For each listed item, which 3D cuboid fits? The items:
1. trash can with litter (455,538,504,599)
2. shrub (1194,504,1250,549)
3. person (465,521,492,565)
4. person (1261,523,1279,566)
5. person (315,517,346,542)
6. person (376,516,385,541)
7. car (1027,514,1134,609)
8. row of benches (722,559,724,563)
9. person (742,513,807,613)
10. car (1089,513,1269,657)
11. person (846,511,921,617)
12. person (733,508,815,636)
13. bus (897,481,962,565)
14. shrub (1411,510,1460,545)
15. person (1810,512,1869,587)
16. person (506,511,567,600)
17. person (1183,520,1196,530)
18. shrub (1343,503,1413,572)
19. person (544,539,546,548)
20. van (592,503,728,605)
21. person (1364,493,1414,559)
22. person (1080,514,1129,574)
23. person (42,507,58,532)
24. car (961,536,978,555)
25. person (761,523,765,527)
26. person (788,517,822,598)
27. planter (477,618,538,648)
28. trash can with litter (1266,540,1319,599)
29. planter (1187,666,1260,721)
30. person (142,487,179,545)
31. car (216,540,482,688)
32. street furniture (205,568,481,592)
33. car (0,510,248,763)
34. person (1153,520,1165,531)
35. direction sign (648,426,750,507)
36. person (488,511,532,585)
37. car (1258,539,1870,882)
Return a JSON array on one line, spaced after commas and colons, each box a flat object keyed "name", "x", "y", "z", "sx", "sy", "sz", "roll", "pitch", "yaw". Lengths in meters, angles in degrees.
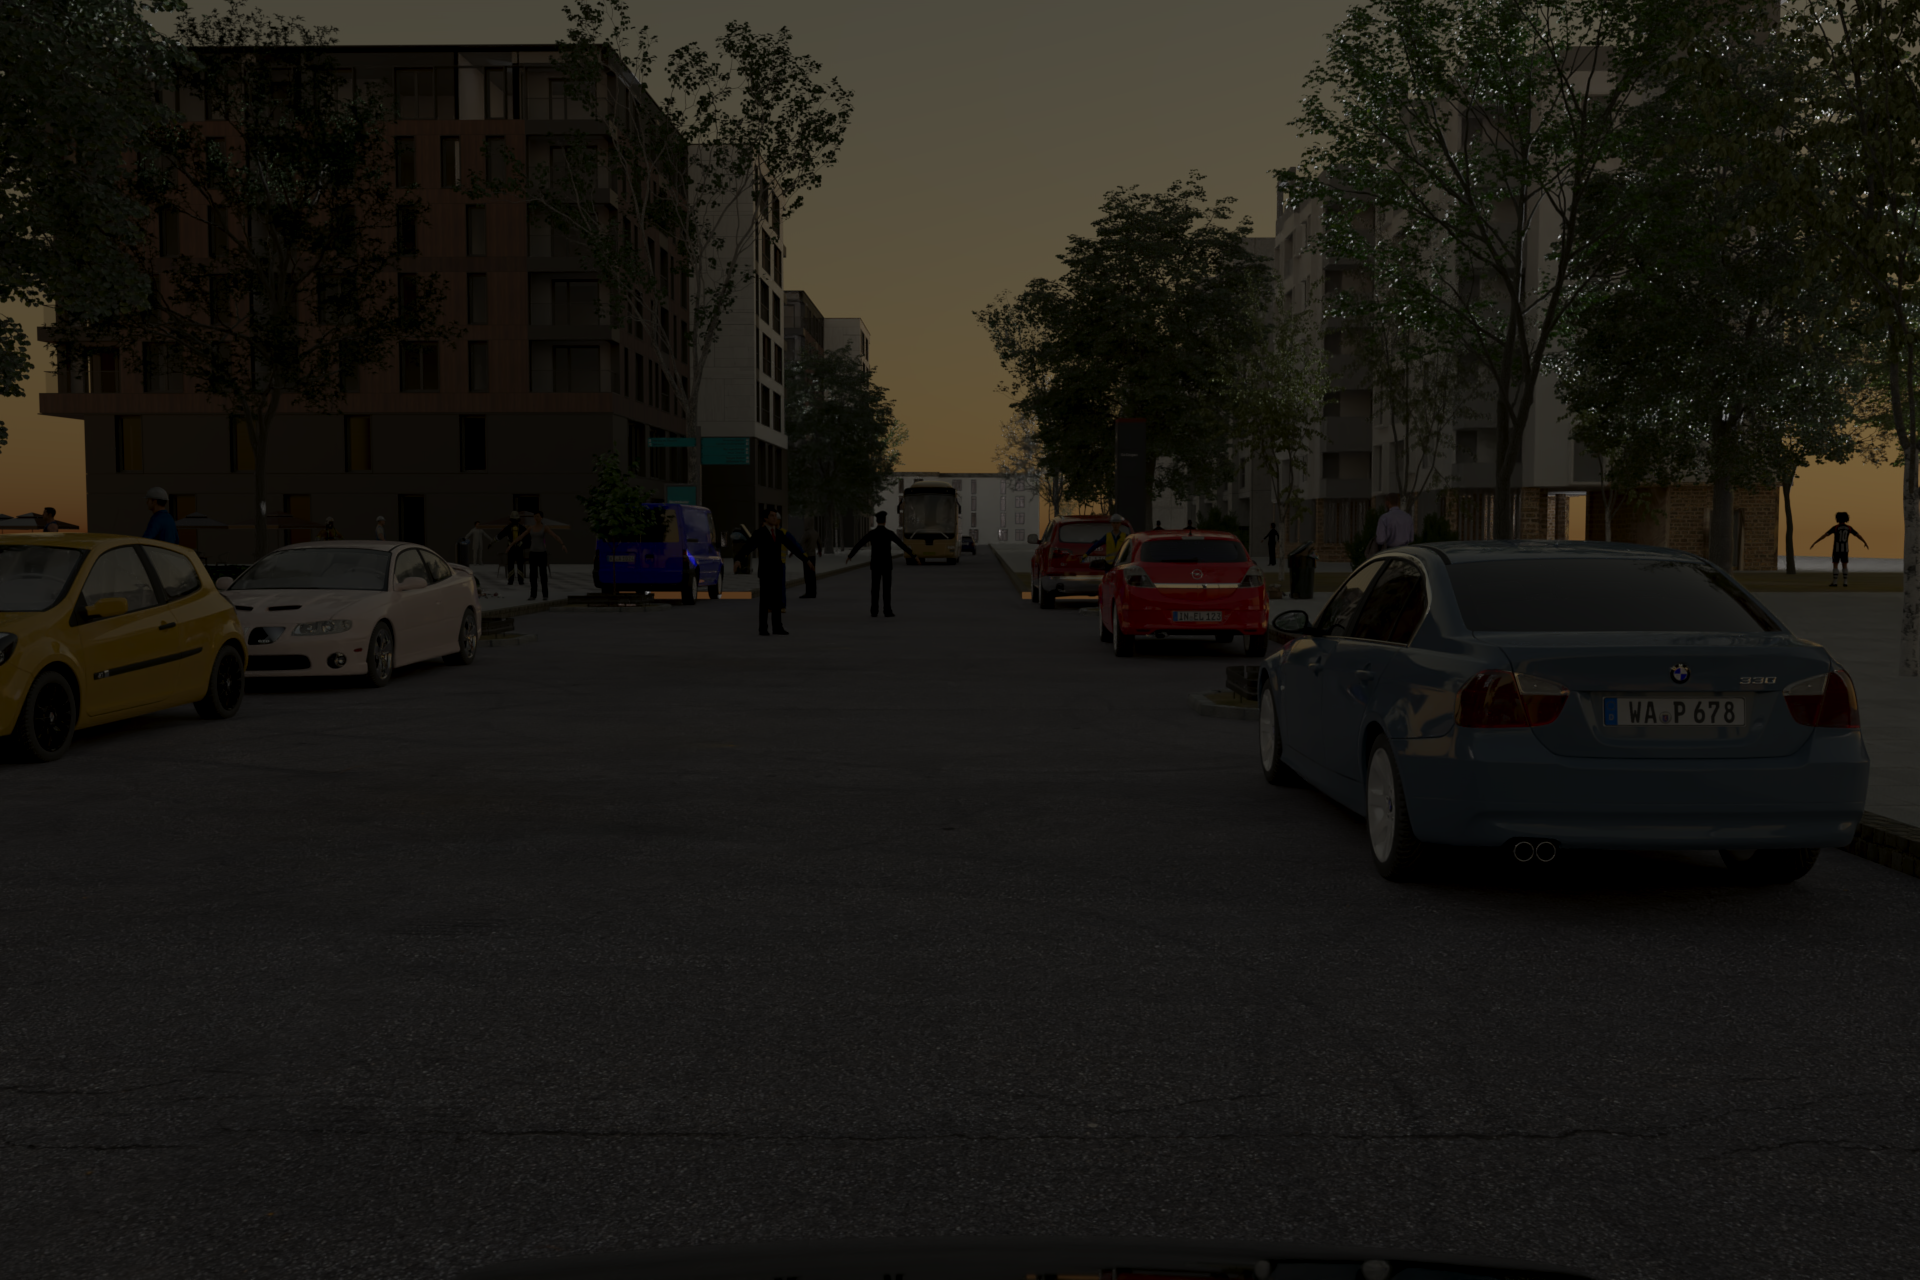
[{"name": "trash can with litter", "x": -9.949, "y": -1.489, "z": 35.402, "sx": 1.678, "sy": 1.210, "sz": 2.233, "roll": 0, "pitch": 4, "yaw": 0}, {"name": "shrub", "x": 6.113, "y": -2.249, "z": 41.192, "sx": 1.690, "sy": 2.028, "sz": 1.600, "roll": 0, "pitch": 3, "yaw": 0}, {"name": "person", "x": -19.707, "y": -3.952, "z": 70.808, "sx": 1.347, "sy": 1.806, "sz": 0.705, "roll": -3, "pitch": 5, "yaw": -39}, {"name": "person", "x": 12.572, "y": -3.876, "z": 70.086, "sx": 1.216, "sy": 1.740, "sz": 0.721, "roll": -3, "pitch": 5, "yaw": -45}, {"name": "person", "x": -21.056, "y": -3.191, "z": 57.945, "sx": 0.705, "sy": 1.858, "sz": 1.354, "roll": 2, "pitch": 4, "yaw": 33}, {"name": "person", "x": -18.239, "y": -2.984, "z": 54.638, "sx": 0.705, "sy": 1.847, "sz": 1.347, "roll": -2, "pitch": 4, "yaw": -23}, {"name": "car", "x": 2.516, "y": -1.591, "z": 34.689, "sx": 2.281, "sy": 1.827, "sz": 5.304, "roll": 0, "pitch": 4, "yaw": 0}, {"name": "row of benches", "x": -8.498, "y": -2.139, "z": 50.431, "sx": 1.422, "sy": 0.672, "sz": 4.104, "roll": 2, "pitch": 4, "yaw": 34}, {"name": "person", "x": -3.361, "y": -1.411, "z": 31.489, "sx": 1.349, "sy": 1.833, "sz": 0.705, "roll": 1, "pitch": 4, "yaw": 14}, {"name": "car", "x": 2.717, "y": -0.773, "z": 21.673, "sx": 2.155, "sy": 1.783, "sz": 4.494, "roll": 0, "pitch": 4, "yaw": 1}, {"name": "person", "x": -1.354, "y": -1.321, "z": 29.990, "sx": 1.347, "sy": 1.837, "sz": 0.705, "roll": 1, "pitch": 4, "yaw": 12}, {"name": "person", "x": -2.673, "y": -0.975, "z": 24.578, "sx": 1.347, "sy": 1.806, "sz": 0.705, "roll": -3, "pitch": 5, "yaw": -39}, {"name": "bus", "x": -1.274, "y": -5.651, "z": 83.936, "sx": 2.896, "sy": 3.916, "sz": 12.252, "roll": 0, "pitch": 4, "yaw": 1}, {"name": "shrub", "x": 14.623, "y": -2.998, "z": 53.438, "sx": 1.690, "sy": 2.028, "sz": 1.600, "roll": 0, "pitch": 3, "yaw": 0}, {"name": "person", "x": 21.417, "y": -2.201, "z": 42.136, "sx": 1.345, "sy": 1.843, "sz": 0.704, "roll": 1, "pitch": 4, "yaw": 8}, {"name": "person", "x": -8.174, "y": -1.630, "z": 33.467, "sx": 1.217, "sy": 1.737, "sz": 0.721, "roll": 0, "pitch": 4, "yaw": 5}, {"name": "person", "x": 8.235, "y": -3.415, "z": 62.062, "sx": 1.346, "sy": 1.802, "sz": 0.704, "roll": 1, "pitch": 4, "yaw": 14}, {"name": "shrub", "x": 10.091, "y": -2.278, "z": 41.661, "sx": 1.690, "sy": 2.028, "sz": 1.600, "roll": 0, "pitch": 3, "yaw": 0}, {"name": "person", "x": -15.944, "y": -3.496, "z": 66.418, "sx": 0.599, "sy": 1.433, "sz": 0.991, "roll": -1, "pitch": 4, "yaw": -15}, {"name": "van", "x": -6.258, "y": -1.974, "z": 36.662, "sx": 2.240, "sy": 2.365, "sz": 5.245, "roll": 0, "pitch": 4, "yaw": 1}, {"name": "person", "x": 5.809, "y": -1.074, "z": 23.467, "sx": 0.709, "sy": 1.838, "sz": 0.599, "roll": -1, "pitch": 4, "yaw": -18}, {"name": "person", "x": 2.637, "y": -1.249, "z": 29.335, "sx": 1.216, "sy": 1.772, "sz": 0.721, "roll": 0, "pitch": 4, "yaw": 7}, {"name": "person", "x": -17.822, "y": -1.696, "z": 33.892, "sx": 0.704, "sy": 1.807, "sz": 1.345, "roll": -2, "pitch": 4, "yaw": -31}, {"name": "car", "x": 0.254, "y": -6.527, "z": 119.298, "sx": 1.945, "sy": 1.354, "sz": 3.894, "roll": 0, "pitch": 4, "yaw": 1}, {"name": "person", "x": -8.771, "y": -4.352, "z": 77.427, "sx": 0.705, "sy": 1.796, "sz": 1.348, "roll": 0, "pitch": 4, "yaw": 2}, {"name": "person", "x": -3.387, "y": -1.839, "z": 38.649, "sx": 0.705, "sy": 1.813, "sz": 1.348, "roll": 2, "pitch": 4, "yaw": 25}, {"name": "planter", "x": -6.664, "y": -0.098, "z": 22.745, "sx": 1.991, "sy": 0.319, "sz": 1.994, "roll": 0, "pitch": 4, "yaw": 1}, {"name": "trash can with litter", "x": 6.495, "y": -1.387, "z": 34.069, "sx": 1.055, "sy": 1.170, "sz": 0.624, "roll": 0, "pitch": 4, "yaw": 1}, {"name": "planter", "x": 2.898, "y": 0.428, "z": 14.144, "sx": 1.991, "sy": 0.319, "sz": 1.994, "roll": 0, "pitch": 4, "yaw": 0}, {"name": "person", "x": -9.635, "y": -0.911, "z": 20.782, "sx": 0.705, "sy": 1.842, "sz": 1.347, "roll": 0, "pitch": 4, "yaw": -3}, {"name": "car", "x": -6.294, "y": -0.323, "z": 17.645, "sx": 2.083, "sy": 1.381, "sz": 4.827, "roll": 0, "pitch": 4, "yaw": 0}, {"name": "street furniture", "x": -16.079, "y": -1.407, "z": 38.639, "sx": 10.072, "sy": 0.657, "sz": 5.734, "roll": 0, "pitch": 4, "yaw": -5}, {"name": "car", "x": -6.523, "y": -0.113, "z": 12.069, "sx": 2.015, "sy": 1.641, "sz": 3.980, "roll": 0, "pitch": 4, "yaw": 1}, {"name": "person", "x": 7.645, "y": -3.712, "z": 66.836, "sx": 1.346, "sy": 1.812, "sz": 0.704, "roll": -1, "pitch": 4, "yaw": -10}, {"name": "direction sign", "x": -6.433, "y": -3.342, "z": 43.410, "sx": 2.525, "sy": 3.948, "sz": 1.411, "roll": 0, "pitch": 4, "yaw": 2}, {"name": "person", "x": -11.221, "y": -2.320, "z": 43.709, "sx": 1.354, "sy": 1.856, "sz": 0.705, "roll": -1, "pitch": 4, "yaw": -15}, {"name": "car", "x": 2.610, "y": 0.219, "z": 8.428, "sx": 2.014, "sy": 1.417, "sz": 4.499, "roll": 0, "pitch": 4, "yaw": 0}]
